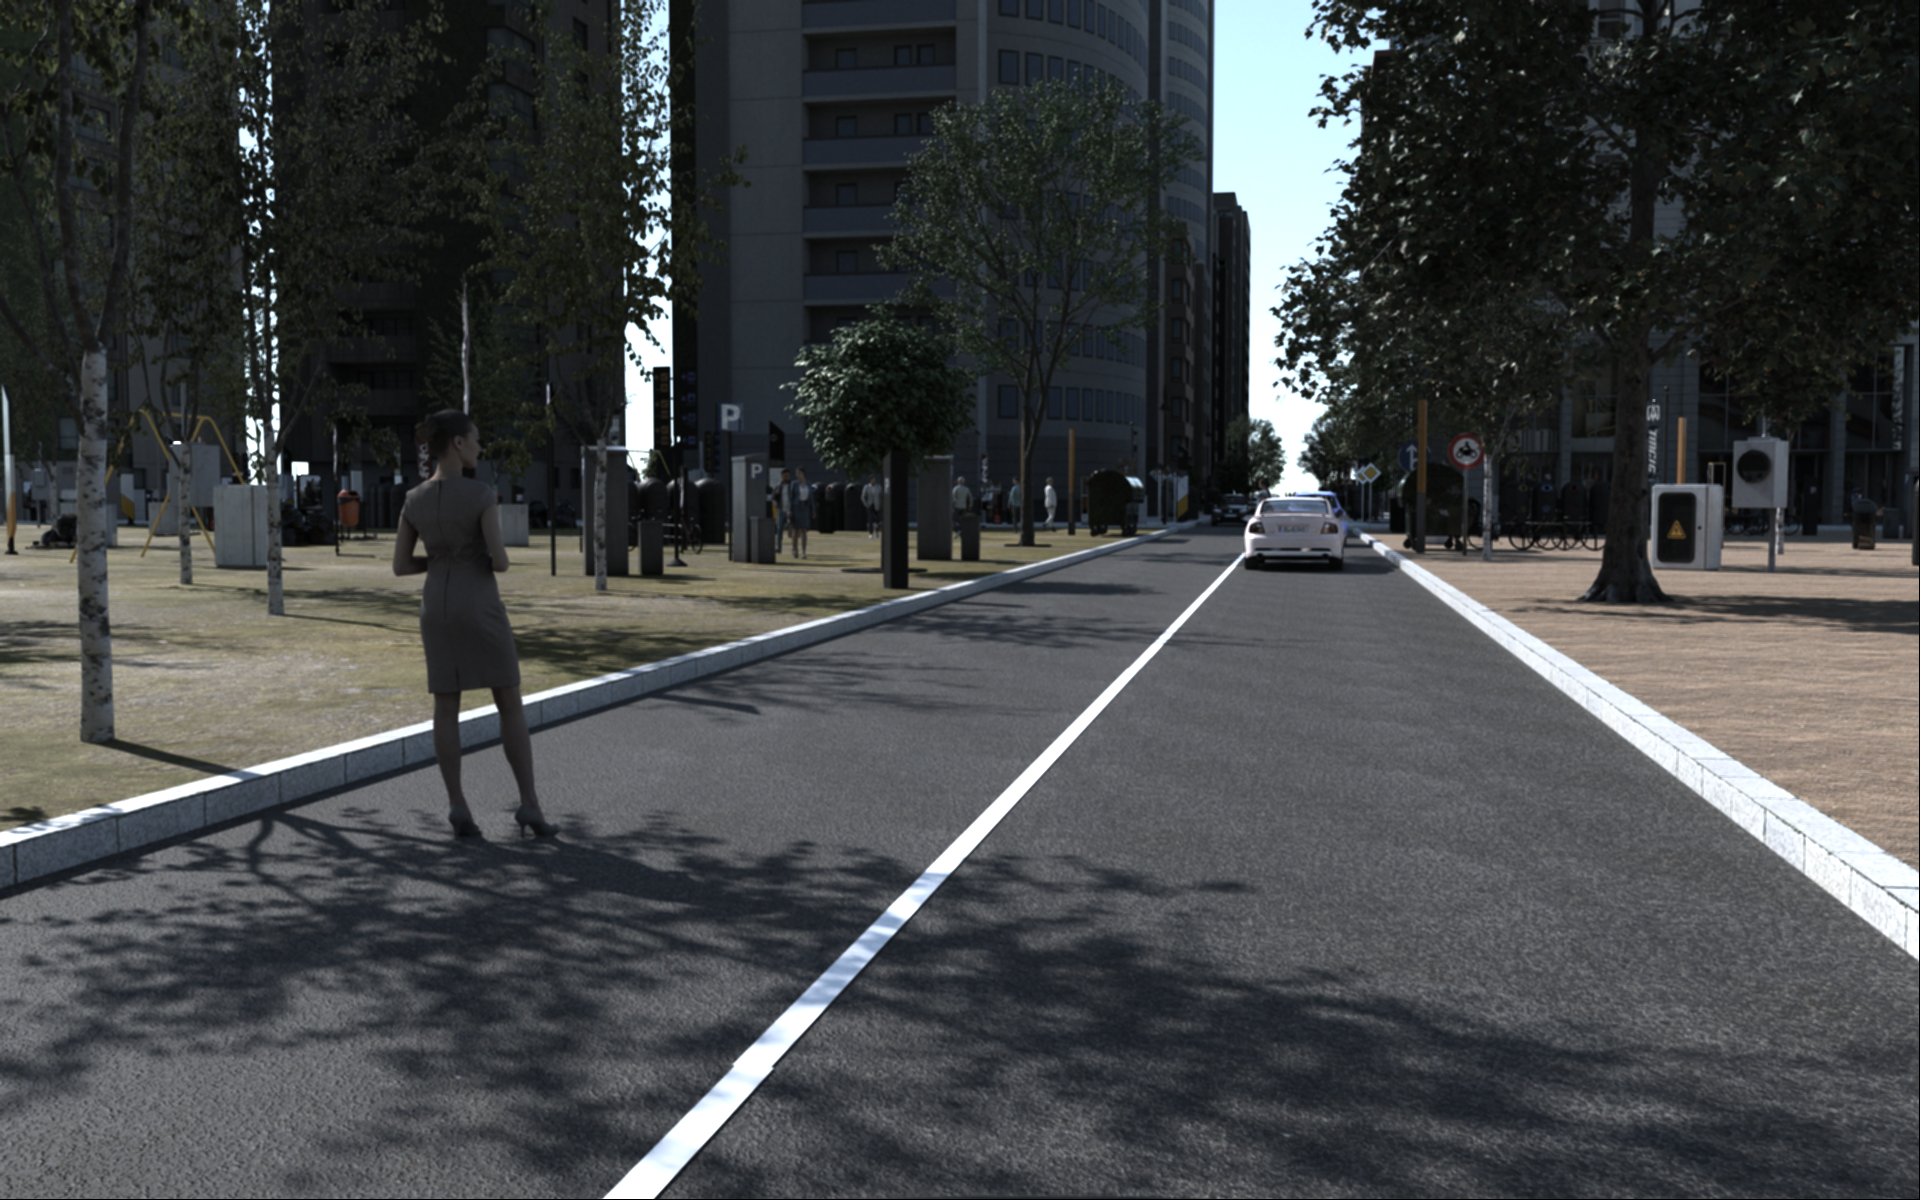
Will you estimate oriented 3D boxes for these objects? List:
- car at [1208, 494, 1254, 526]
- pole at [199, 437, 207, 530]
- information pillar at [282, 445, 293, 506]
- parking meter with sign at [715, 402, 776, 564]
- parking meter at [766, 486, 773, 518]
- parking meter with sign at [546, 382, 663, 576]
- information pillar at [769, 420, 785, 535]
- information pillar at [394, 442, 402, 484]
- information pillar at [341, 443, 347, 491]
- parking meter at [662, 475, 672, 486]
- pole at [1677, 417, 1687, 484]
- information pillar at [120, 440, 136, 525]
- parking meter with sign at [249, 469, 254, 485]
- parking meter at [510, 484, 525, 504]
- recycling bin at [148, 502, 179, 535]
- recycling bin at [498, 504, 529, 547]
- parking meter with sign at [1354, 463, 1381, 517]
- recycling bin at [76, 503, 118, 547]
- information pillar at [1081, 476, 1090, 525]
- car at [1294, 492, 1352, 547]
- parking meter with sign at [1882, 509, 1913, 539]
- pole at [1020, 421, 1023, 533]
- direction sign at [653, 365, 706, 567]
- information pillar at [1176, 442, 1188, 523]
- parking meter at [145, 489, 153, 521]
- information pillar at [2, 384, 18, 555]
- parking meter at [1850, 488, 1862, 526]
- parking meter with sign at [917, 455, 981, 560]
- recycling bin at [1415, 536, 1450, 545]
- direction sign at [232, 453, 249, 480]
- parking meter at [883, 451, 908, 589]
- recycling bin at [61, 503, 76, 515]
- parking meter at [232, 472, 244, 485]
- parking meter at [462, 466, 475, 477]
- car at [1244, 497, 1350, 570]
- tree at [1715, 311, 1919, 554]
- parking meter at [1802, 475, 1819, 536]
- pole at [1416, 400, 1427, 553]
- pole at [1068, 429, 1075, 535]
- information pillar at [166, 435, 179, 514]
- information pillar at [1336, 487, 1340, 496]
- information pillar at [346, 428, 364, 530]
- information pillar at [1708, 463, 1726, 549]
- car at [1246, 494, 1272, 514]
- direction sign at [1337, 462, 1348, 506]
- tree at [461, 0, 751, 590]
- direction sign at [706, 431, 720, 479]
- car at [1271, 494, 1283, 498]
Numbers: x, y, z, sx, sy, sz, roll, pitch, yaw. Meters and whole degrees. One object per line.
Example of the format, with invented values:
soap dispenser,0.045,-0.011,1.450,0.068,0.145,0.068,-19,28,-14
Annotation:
car,12.242,-4.188,78.255,2.009,1.686,4.222,1,4,9
pole,-27.018,-4.156,61.789,0.158,3.312,0.155,0,3,0
information pillar,-31.804,-5.537,81.877,0.183,3.616,0.504,2,4,34
parking meter with sign,-3.962,-2.210,32.399,0.543,3.016,1.738,-2,4,-32
parking meter,-5.049,-2.242,45.061,0.372,1.533,0.369,0,3,0
parking meter with sign,-5.595,-1.902,27.353,1.738,3.016,0.543,-1,4,-18
information pillar,-5.794,-3.877,54.748,0.504,3.616,0.183,0,4,-2
information pillar,-25.388,-5.320,78.341,0.504,3.616,0.183,3,4,37
information pillar,-28.195,-5.383,79.369,0.183,3.616,0.504,0,4,2
parking meter,-8.797,-2.832,52.011,0.255,1.863,0.399,0,4,-1
pole,19.197,-3.196,46.097,0.158,3.312,0.155,0,3,0
information pillar,-34.261,-4.888,71.273,0.504,3.616,0.183,-2,4,-35
parking meter with sign,-49.980,-7.688,121.962,0.543,3.016,1.738,-1,4,-9
parking meter,-11.374,-2.211,44.555,0.372,1.533,0.369,0,3,0
recycling bin,-24.832,-2.536,54.015,0.722,1.027,0.722,-1,4,-11
recycling bin,-11.109,-1.841,42.654,0.722,1.027,0.722,-3,5,-43
parking meter with sign,22.627,-6.105,96.080,1.738,3.016,0.543,-3,4,-38
recycling bin,-20.942,-1.807,42.092,0.722,1.027,0.722,-1,4,-16
information pillar,5.243,-4.148,72.305,0.304,2.012,0.304,1,4,18
car,9.940,-2.372,48.366,1.945,1.707,3.694,1,4,13
parking meter with sign,27.470,-3.264,49.625,1.738,3.016,0.543,1,4,12
pole,1.793,-3.342,48.488,0.158,3.312,0.155,0,3,0
direction sign,-5.038,-2.367,30.704,0.876,3.537,0.379,1,4,20
information pillar,10.016,-5.297,77.956,0.504,3.616,0.183,1,4,13
parking meter,-38.765,-4.552,82.840,0.372,1.533,0.369,0,3,0
information pillar,-20.127,-2.772,36.676,0.183,3.616,0.504,-3,5,-41
parking meter,35.775,-3.714,69.136,0.372,1.533,0.369,0,3,0
parking meter with sign,-0.476,-2.289,33.685,1.738,3.016,0.543,0,4,5
recycling bin,12.088,-1.937,44.220,0.722,1.027,0.722,0,4,-7
direction sign,-39.683,-6.337,95.608,0.379,3.537,0.876,3,5,44
parking meter,-0.875,-1.091,23.552,0.255,1.863,0.399,-1,4,-20
recycling bin,-25.683,-2.319,50.477,0.722,1.027,0.722,3,4,38
parking meter,-19.291,-2.484,46.318,0.255,1.863,0.399,-1,4,-16
parking meter,-9.381,-1.657,32.808,0.399,1.863,0.255,-1,4,-10
car,6.602,-1.327,34.057,2.083,1.381,4.827,1,4,12
tree,17.685,-5.283,36.745,4.737,8.622,4.395,0,3,0
parking meter,26.331,-2.929,53.599,0.399,1.863,0.255,0,4,-6
pole,10.013,-2.674,37.559,0.158,3.312,0.155,0,3,0
pole,3.485,-3.677,53.962,0.158,3.312,0.155,0,3,0
information pillar,-31.101,-4.716,68.458,0.504,3.616,0.183,0,4,-8
information pillar,29.913,-8.111,137.103,0.304,2.012,0.304,0,4,-3
information pillar,-21.344,-4.278,61.294,0.183,3.616,0.504,1,4,21
information pillar,17.721,-2.208,40.594,0.304,2.012,0.304,1,4,8
car,19.308,-6.078,111.166,2.131,1.459,4.920,1,4,9
direction sign,27.161,-8.019,123.115,0.379,3.537,0.876,-3,5,-44
tree,-4.834,-4.451,23.140,4.737,8.622,4.395,0,3,0
direction sign,-8.956,-4.323,62.684,0.379,3.537,0.876,2,4,28
car,34.144,-10.822,188.740,2.131,1.459,4.920,1,4,12
